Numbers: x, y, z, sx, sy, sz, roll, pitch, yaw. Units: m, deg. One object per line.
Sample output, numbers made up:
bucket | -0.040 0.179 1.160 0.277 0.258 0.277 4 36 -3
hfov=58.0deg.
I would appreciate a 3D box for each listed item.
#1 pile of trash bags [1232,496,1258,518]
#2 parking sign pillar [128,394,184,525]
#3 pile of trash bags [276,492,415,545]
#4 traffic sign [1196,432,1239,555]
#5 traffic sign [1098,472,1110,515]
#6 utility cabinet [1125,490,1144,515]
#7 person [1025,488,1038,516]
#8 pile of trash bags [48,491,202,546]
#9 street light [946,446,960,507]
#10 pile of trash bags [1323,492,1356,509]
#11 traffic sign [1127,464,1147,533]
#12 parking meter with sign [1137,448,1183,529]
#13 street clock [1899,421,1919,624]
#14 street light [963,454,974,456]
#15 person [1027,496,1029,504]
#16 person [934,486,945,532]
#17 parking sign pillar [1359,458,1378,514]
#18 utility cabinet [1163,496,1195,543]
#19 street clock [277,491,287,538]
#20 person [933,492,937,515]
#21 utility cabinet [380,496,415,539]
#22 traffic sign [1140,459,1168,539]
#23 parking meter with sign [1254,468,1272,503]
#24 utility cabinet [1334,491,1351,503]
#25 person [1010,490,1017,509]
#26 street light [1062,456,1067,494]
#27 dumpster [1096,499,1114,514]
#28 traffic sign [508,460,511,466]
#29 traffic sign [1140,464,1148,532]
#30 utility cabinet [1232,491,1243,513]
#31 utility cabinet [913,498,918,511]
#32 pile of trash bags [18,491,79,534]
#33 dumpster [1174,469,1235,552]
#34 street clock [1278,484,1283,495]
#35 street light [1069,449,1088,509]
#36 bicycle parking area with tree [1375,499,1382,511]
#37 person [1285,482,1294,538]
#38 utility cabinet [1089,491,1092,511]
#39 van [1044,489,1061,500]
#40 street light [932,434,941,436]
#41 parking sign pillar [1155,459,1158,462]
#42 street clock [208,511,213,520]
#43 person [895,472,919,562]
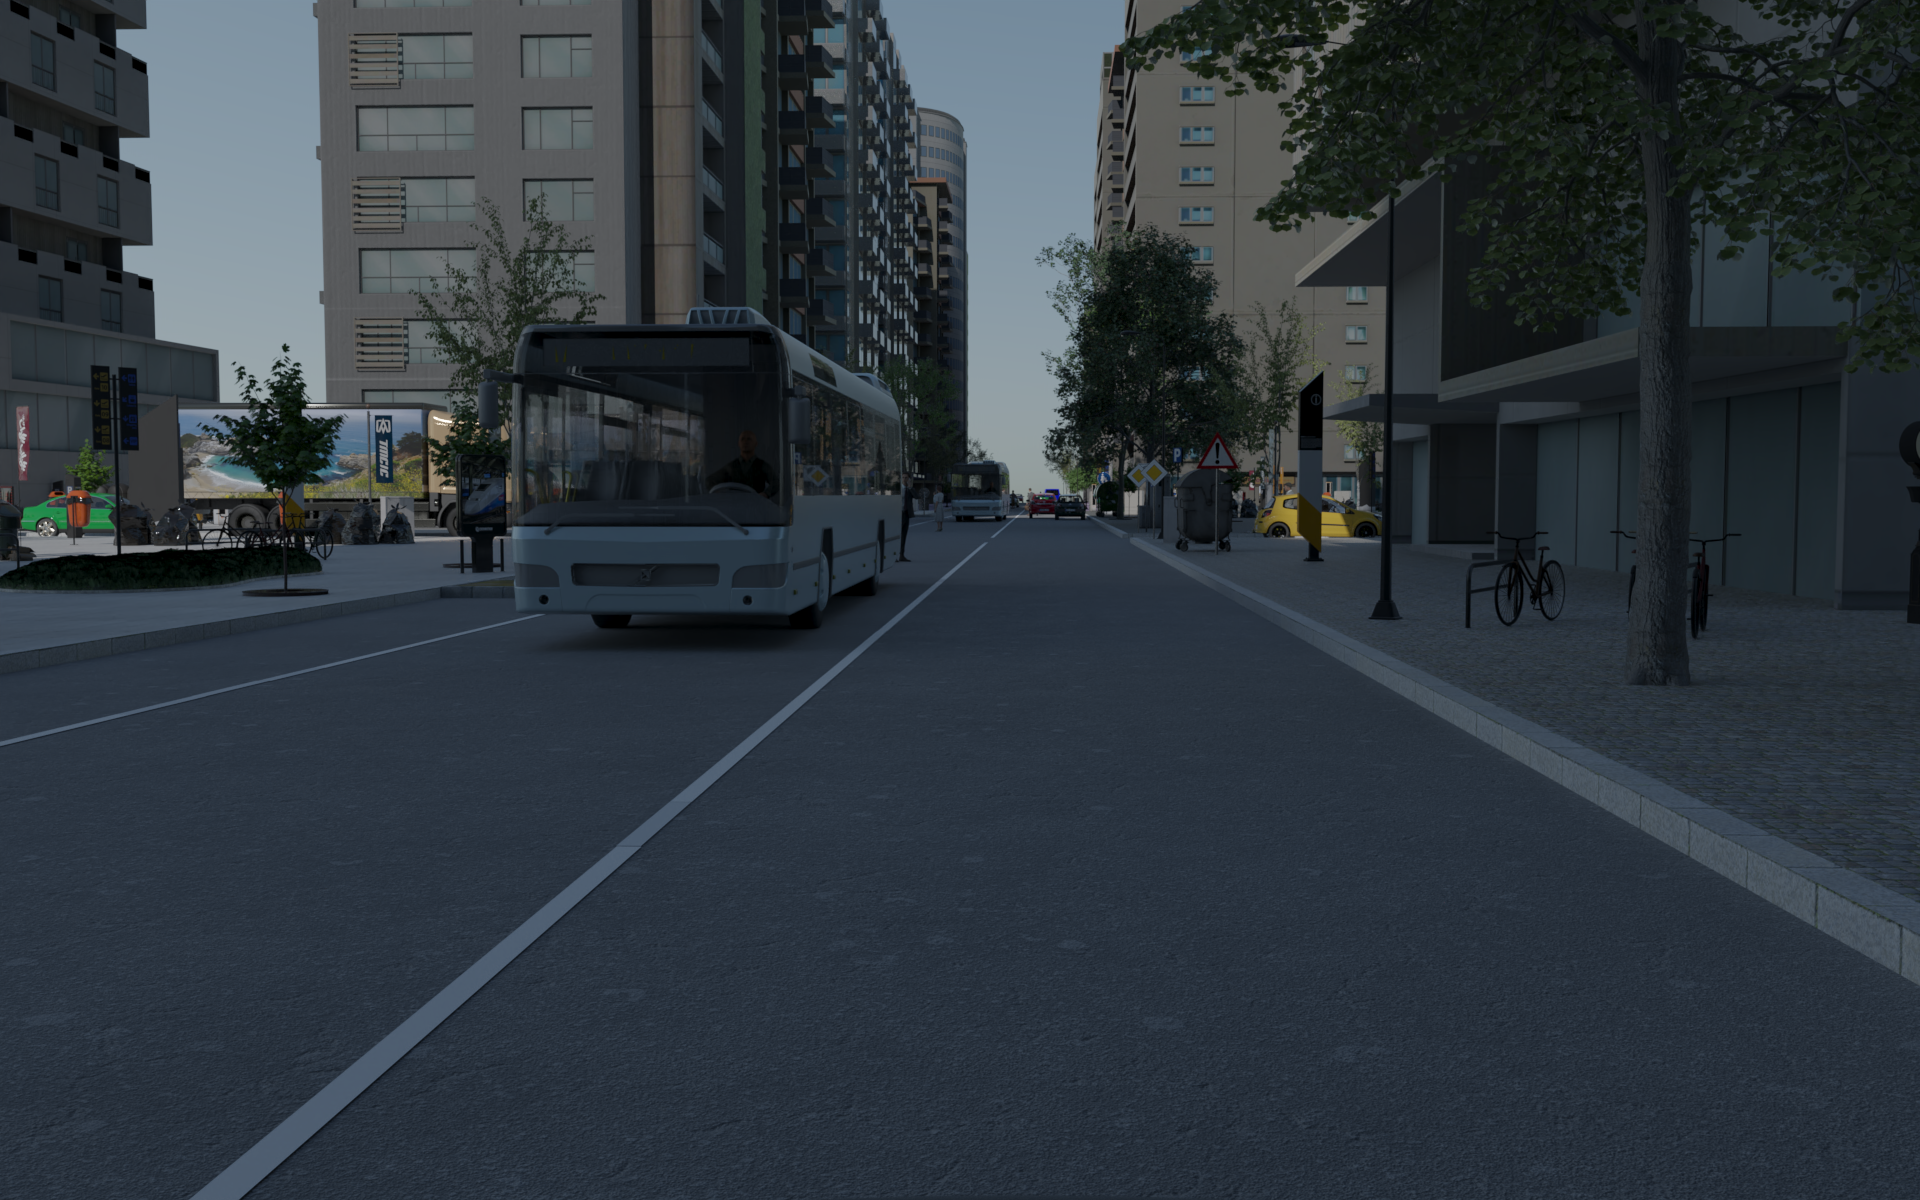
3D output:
pile of trash bags | 14.384 -5.117 93.418 3.447 1.369 1.912 1 4 10
parking sign pillar | -21.812 -3.579 46.996 1.447 3.967 1.447 0 4 -5
pile of trash bags | -15.714 -2.092 43.951 1.912 1.369 3.447 2 4 35
traffic sign | 5.420 -2.232 36.491 0.884 2.594 0.081 1 4 11
traffic sign | 8.334 -6.120 100.164 0.768 2.556 0.104 0 4 8
utility cabinet | 10.778 -6.016 107.037 1.173 1.500 0.318 2 4 32
person | 4.680 -6.418 113.399 0.822 1.834 0.622 3 4 38
pile of trash bags | -20.875 -2.073 43.641 3.447 1.369 1.912 0 4 6
street light | -0.723 -11.870 166.612 1.470 5.913 1.316 0 4 3
pile of trash bags | 19.581 -4.954 90.743 1.912 1.369 3.447 0 4 -4
traffic sign | 5.918 -3.288 57.394 0.795 2.450 0.064 0 4 3
parking meter with sign | 7.475 -4.196 64.861 1.738 3.016 0.543 -2 4 -27
street clock | 9.532 -0.767 17.103 0.471 2.002 0.358 -1 4 -11
street light | 0.863 -13.846 198.917 1.470 5.913 1.316 0 4 3
person | 9.656 -14.343 244.473 0.415 1.643 0.593 0 4 4
person | -0.856 -3.505 66.380 0.524 1.755 0.480 2 4 35
parking sign pillar | 26.627 -7.635 113.301 1.447 3.967 1.447 -2 4 -24
utility cabinet | 5.891 -2.111 45.672 1.020 1.237 0.306 1 4 14
street clock | -19.730 -2.811 50.537 0.358 2.002 0.471 1 4 10
person | -1.712 -6.715 120.102 0.330 1.601 0.589 2 4 25
utility cabinet | -16.062 -2.344 49.486 0.306 1.237 1.020 2 4 28
traffic sign | 5.534 -2.800 49.418 0.795 2.450 0.064 0 4 3
parking meter with sign | 20.148 -7.176 113.582 1.738 3.016 0.543 1 4 14
utility cabinet | 27.430 -7.066 124.208 1.173 1.500 0.318 3 4 39
person | 5.167 -9.850 169.556 1.348 1.824 0.705 -3 5 -43
street light | 11.473 -12.518 177.208 1.470 5.913 1.316 0 4 3
dumpster | 8.738 -5.988 103.661 1.264 1.857 1.865 0 4 3
traffic sign | -8.082 -1.982 32.407 0.884 2.594 0.081 1 4 9
traffic sign | 6.260 -3.423 58.089 0.606 2.300 0.079 1 4 9
utility cabinet | 18.295 -6.525 115.355 1.173 1.500 0.318 -2 4 -35
utility cabinet | -3.510 -7.241 129.546 0.306 1.237 1.020 -2 4 -33
pile of trash bags | -33.019 -3.102 60.473 3.447 1.369 1.912 -3 5 -44
dumpster | 5.530 -2.042 39.148 1.264 1.857 1.865 0 4 3
street clock | 22.462 -7.147 121.431 0.358 2.002 0.471 0 4 3
street light | 10.032 -10.544 144.928 1.470 5.913 1.316 0 4 3
bicycle parking area with tree | 33.506 -8.522 126.328 9.016 4.147 8.231 3 5 40
person | 10.306 -2.809 54.602 0.466 1.800 0.511 1 4 11
utility cabinet | 9.929 -7.460 130.655 0.318 1.500 1.173 0 4 -1
van | 10.672 -12.085 201.969 2.240 2.365 5.245 0 4 1
street light | -2.217 -9.932 134.922 1.470 5.913 1.316 0 4 3
parking sign pillar | 15.086 -8.695 130.633 1.447 3.967 1.447 3 4 39
street clock | -37.337 -4.988 86.126 0.358 2.002 0.471 2 4 32
person | -1.191 -1.758 36.608 0.648 1.900 0.474 -2 4 -32
